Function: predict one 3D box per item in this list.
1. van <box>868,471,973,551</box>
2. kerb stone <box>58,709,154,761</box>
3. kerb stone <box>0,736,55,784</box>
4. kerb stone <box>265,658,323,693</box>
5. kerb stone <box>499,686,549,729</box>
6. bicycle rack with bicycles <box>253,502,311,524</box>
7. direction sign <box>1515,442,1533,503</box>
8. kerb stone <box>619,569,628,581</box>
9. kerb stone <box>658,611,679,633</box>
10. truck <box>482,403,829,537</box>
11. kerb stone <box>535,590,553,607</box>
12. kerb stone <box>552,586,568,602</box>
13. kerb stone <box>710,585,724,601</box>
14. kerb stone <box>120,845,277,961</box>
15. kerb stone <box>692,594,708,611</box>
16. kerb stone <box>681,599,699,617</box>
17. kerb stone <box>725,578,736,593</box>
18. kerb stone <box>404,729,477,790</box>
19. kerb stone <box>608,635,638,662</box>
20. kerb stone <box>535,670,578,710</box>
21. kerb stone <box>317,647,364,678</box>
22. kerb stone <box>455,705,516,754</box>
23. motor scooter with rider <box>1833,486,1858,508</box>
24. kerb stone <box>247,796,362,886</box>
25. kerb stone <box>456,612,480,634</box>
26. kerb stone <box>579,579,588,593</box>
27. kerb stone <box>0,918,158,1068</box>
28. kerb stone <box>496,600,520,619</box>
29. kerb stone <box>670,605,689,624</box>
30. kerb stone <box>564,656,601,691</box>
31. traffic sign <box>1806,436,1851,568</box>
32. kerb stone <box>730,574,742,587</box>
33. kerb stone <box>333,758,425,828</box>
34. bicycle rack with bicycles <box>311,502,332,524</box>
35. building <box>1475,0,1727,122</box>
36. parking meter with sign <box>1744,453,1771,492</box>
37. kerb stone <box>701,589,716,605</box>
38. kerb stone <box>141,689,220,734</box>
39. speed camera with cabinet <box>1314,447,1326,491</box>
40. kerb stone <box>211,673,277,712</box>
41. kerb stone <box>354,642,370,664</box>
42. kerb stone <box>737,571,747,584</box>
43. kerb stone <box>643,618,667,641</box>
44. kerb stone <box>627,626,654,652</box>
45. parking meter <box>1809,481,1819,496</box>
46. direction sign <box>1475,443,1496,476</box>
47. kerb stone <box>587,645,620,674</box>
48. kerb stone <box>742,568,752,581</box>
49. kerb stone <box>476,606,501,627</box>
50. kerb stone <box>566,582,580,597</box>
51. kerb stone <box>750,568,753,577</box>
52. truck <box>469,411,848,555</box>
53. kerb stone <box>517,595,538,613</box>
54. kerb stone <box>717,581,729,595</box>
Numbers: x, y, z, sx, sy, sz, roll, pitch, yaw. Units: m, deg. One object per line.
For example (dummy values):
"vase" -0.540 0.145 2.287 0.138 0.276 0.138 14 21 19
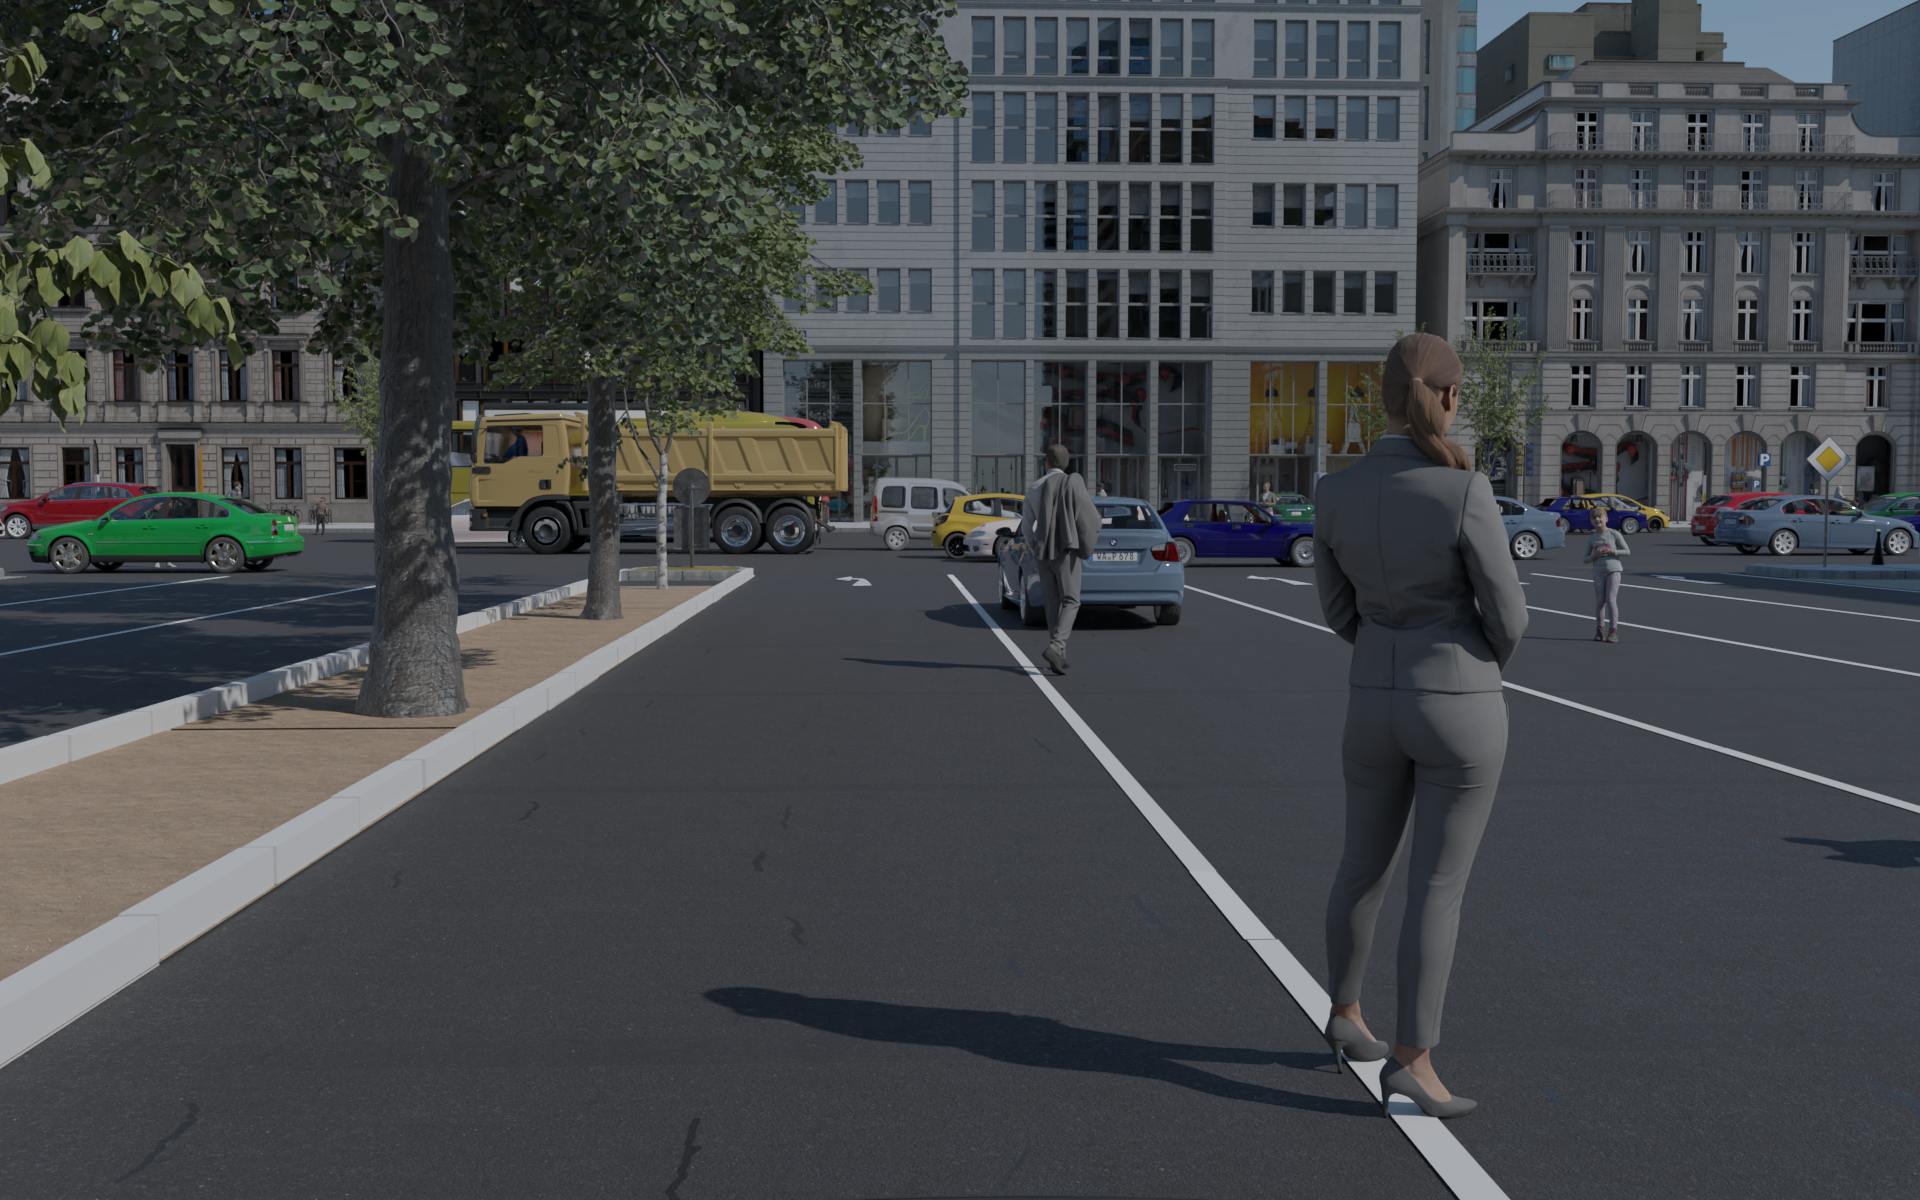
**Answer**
"van" -0.307 -2.297 44.560 4.112 2.044 2.013 0 4 -4
"kerb stone" -4.810 0.764 9.715 0.120 0.150 1.000 0 4 -3
"kerb stone" -4.770 0.826 8.688 0.120 0.150 1.000 0 4 -3
"kerb stone" -4.953 0.574 12.810 0.120 0.150 1.000 0 4 -3
"kerb stone" -2.767 0.689 10.930 0.120 0.150 1.000 0 4 -3
"bicycle rack with bicycles" -27.722 -3.351 68.169 2.852 0.926 2.925 3 5 45
"direction sign" 24.701 -5.131 75.881 0.876 3.537 0.379 -1 4 -17
"kerb stone" -5.704 -0.428 29.277 0.120 0.150 1.000 0 4 -3
"kerb stone" -3.087 0.250 18.150 0.120 0.150 1.000 0 4 -3
"truck" -9.126 -4.031 54.812 11.283 4.237 2.839 0 4 -3
"kerb stone" -5.373 0.009 22.072 0.120 0.150 1.000 0 4 -3
"kerb stone" -5.417 -0.054 23.099 0.120 0.150 1.000 0 4 -3
"kerb stone" -3.322 -0.068 23.302 0.120 0.150 1.000 0 4 -3
"kerb stone" -2.530 1.003 5.789 0.120 0.150 1.000 0 4 -3
"kerb stone" -3.232 0.058 21.242 0.120 0.150 1.000 0 4 -3
"kerb stone" -3.190 0.123 20.208 0.120 0.150 1.000 0 4 -3
"kerb stone" -3.422 -0.190 25.365 0.120 0.150 1.000 0 4 -3
"kerb stone" -2.668 0.815 8.877 0.120 0.150 1.000 0 4 -3
"kerb stone" -2.955 0.438 15.058 0.120 0.150 1.000 0 4 -3
"kerb stone" -2.804 0.629 11.957 0.120 0.150 1.000 0 4 -3
"kerb stone" -4.998 0.511 13.837 0.120 0.150 1.000 0 4 -3
"kerb stone" -2.719 0.752 9.903 0.120 0.150 1.000 0 4 -3
"motor scooter with rider" 32.436 -3.327 63.353 1.986 1.779 0.876 0 4 -3
"kerb stone" -2.576 0.943 6.816 0.120 0.150 1.000 0 4 -3
"kerb stone" -5.185 0.259 17.953 0.120 0.150 1.000 0 4 -3
"kerb stone" -5.514 -0.181 25.161 0.120 0.150 1.000 0 4 -3
"kerb stone" -2.474 1.066 4.763 0.120 0.150 1.000 0 4 -3
"kerb stone" -5.282 0.134 20.008 0.120 0.150 1.000 0 4 -3
"kerb stone" -3.143 0.185 19.181 0.120 0.150 1.000 0 4 -3
"kerb stone" -2.853 0.563 12.991 0.120 0.150 1.000 0 4 -3
"traffic sign" 15.108 -1.625 30.204 0.795 2.450 0.064 0 4 -3
"kerb stone" -3.469 -0.257 26.400 0.120 0.150 1.000 0 4 -3
"kerb stone" -2.628 0.878 7.843 0.120 0.150 1.000 0 4 -3
"bicycle rack with bicycles" -28.183 -3.754 74.760 2.852 0.926 2.925 0 4 4
"building" 61.741 -33.372 169.340 21.600 48.544 21.300 0 4 -3
"parking meter with sign" 34.284 -4.811 74.920 0.543 3.016 1.738 0 4 -6
"kerb stone" -3.283 -0.005 22.275 0.120 0.150 1.000 0 4 -3
"kerb stone" -4.858 0.701 10.741 0.120 0.150 1.000 0 4 -3
"speed camera with cabinet" 15.474 -4.794 72.711 0.660 3.252 2.038 -1 4 -9
"kerb stone" -4.896 0.637 11.773 0.120 0.150 1.000 0 4 -3
"kerb stone" -5.051 0.449 14.864 0.120 0.150 1.000 0 4 -3
"kerb stone" -3.519 -0.321 27.437 0.120 0.150 1.000 0 4 -3
"kerb stone" -3.043 0.310 17.119 0.120 0.150 1.000 0 4 -3
"kerb stone" -2.999 0.375 16.092 0.120 0.150 1.000 0 4 -3
"parking meter" 39.184 -4.512 79.490 0.399 1.863 0.255 -1 4 -19
"direction sign" 23.130 -5.158 76.335 0.876 3.537 0.379 2 4 28
"kerb stone" -2.911 0.500 14.018 0.120 0.150 1.000 0 4 -3
"kerb stone" -3.562 -0.383 28.463 0.120 0.150 1.000 0 4 -3
"kerb stone" -5.228 0.197 18.980 0.120 0.150 1.000 0 4 -3
"kerb stone" -5.474 -0.114 24.134 0.120 0.150 1.000 0 4 -3
"kerb stone" -3.618 -0.446 29.493 0.120 0.150 1.000 0 4 -3
"truck" -7.675 -2.821 42.051 9.791 3.379 3.469 0 4 -1
"kerb stone" -5.324 0.070 21.045 0.120 0.150 1.000 0 4 -3
"kerb stone" -3.380 -0.126 24.338 0.120 0.150 1.000 0 4 -3
